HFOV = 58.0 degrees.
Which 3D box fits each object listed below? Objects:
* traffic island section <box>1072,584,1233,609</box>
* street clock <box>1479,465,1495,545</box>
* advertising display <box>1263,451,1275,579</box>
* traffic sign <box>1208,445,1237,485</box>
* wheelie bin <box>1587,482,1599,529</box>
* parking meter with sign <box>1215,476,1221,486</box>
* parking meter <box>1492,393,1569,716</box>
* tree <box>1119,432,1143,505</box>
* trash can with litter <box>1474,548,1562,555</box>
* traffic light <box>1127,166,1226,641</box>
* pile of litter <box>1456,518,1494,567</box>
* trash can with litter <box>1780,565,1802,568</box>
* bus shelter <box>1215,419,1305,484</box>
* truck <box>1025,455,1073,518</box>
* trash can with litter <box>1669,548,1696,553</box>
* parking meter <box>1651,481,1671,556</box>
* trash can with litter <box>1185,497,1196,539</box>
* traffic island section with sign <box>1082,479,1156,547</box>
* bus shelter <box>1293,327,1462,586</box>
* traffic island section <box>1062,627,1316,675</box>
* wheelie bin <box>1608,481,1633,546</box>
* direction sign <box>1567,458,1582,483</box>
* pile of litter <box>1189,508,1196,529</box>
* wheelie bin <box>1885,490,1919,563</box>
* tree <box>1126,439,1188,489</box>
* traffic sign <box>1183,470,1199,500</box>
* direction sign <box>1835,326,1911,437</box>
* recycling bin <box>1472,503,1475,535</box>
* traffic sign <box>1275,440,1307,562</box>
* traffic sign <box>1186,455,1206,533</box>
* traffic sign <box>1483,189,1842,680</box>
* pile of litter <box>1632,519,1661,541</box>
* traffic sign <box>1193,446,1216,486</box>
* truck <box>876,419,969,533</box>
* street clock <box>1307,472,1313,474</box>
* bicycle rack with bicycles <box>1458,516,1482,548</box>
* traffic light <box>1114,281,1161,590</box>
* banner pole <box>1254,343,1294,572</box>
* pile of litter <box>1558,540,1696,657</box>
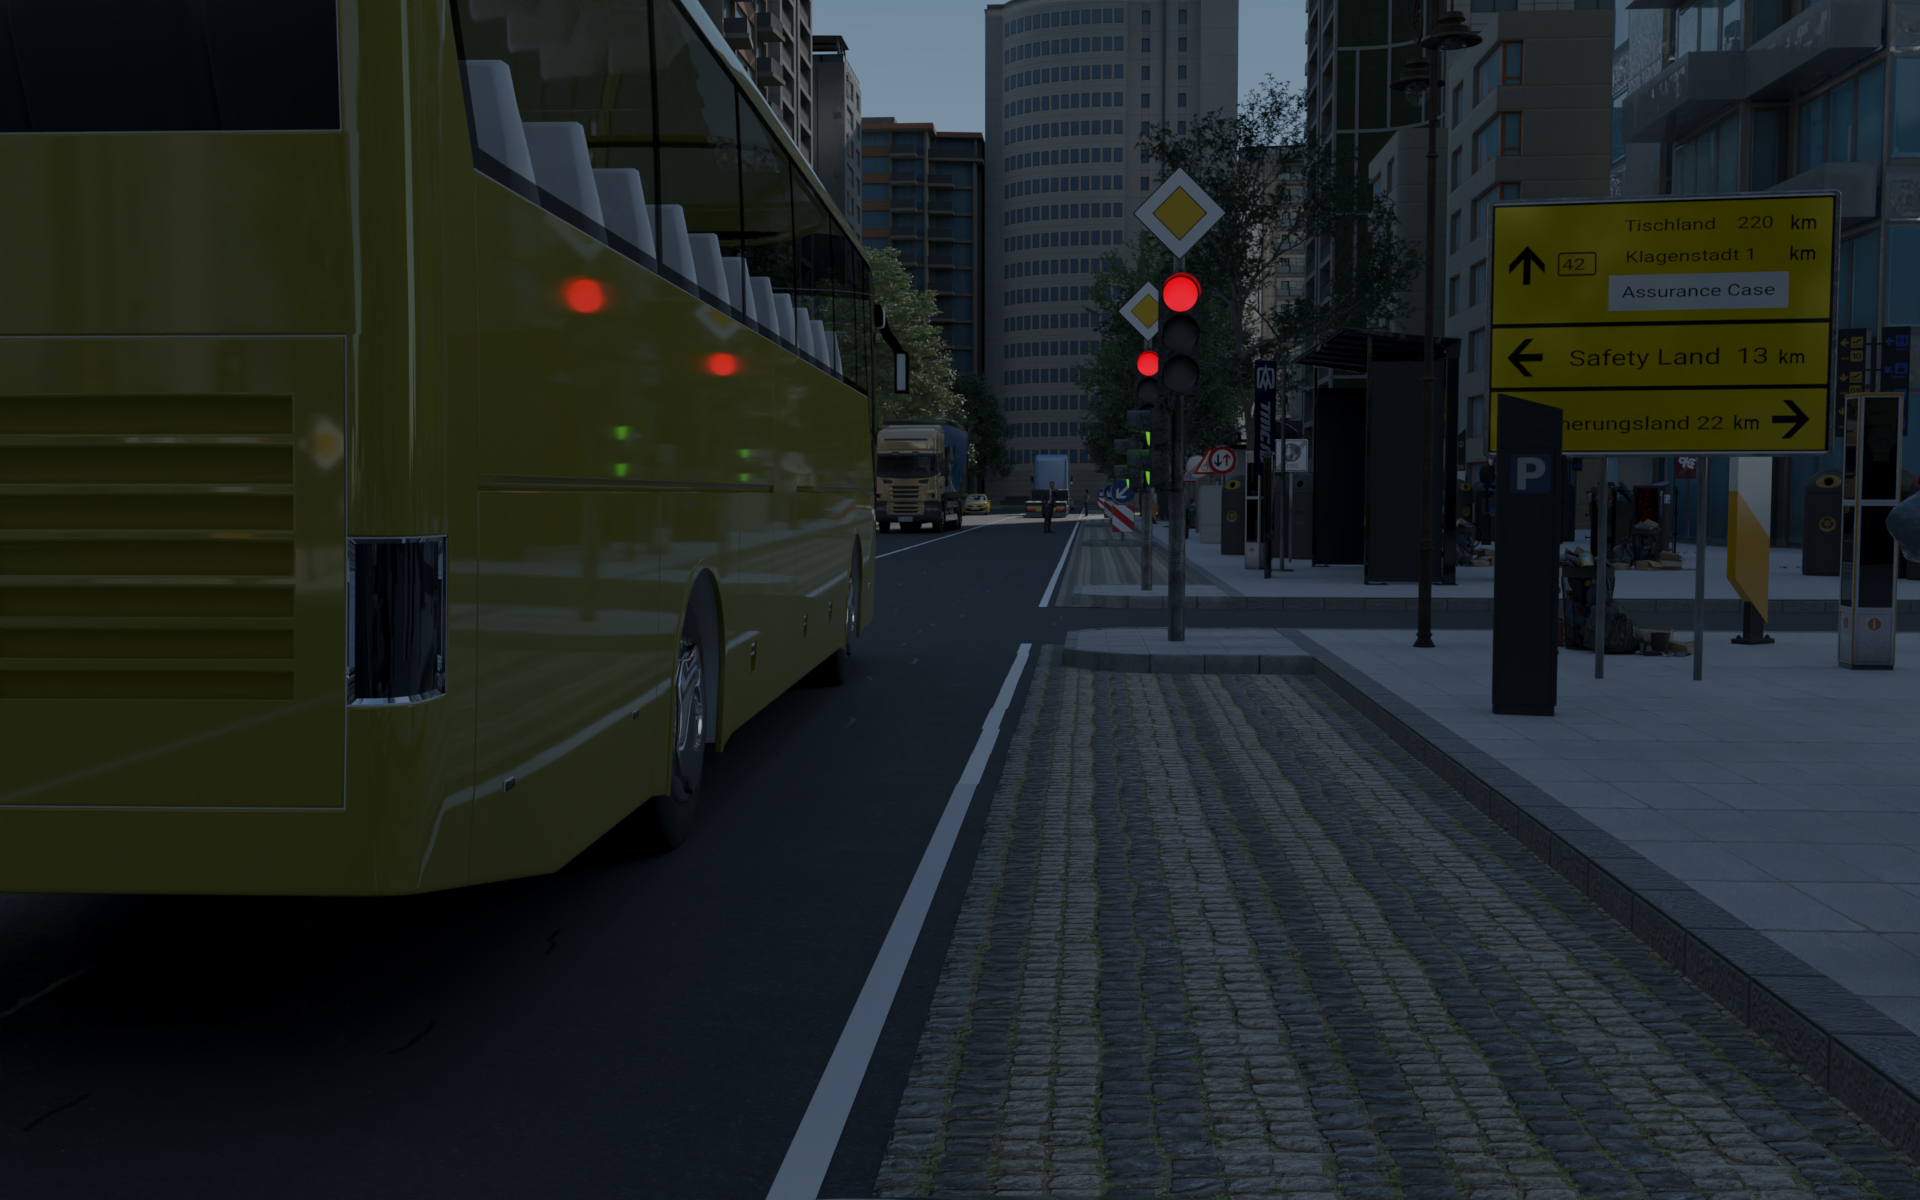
[{"bbox_3d":[2.510,-0.051,23.107,2.009,0.180,2.903,0,4,4],"label":"traffic island section"},{"bbox_3d":[13.253,-2.385,43.572,0.358,2.002,0.471,3,5,40],"label":"street clock"},{"bbox_3d":[4.743,-1.307,26.584,0.123,1.923,0.974,1,4,13],"label":"advertising display"},{"bbox_3d":[6.894,-2.778,45.532,0.768,2.556,0.104,1,4,12],"label":"traffic sign"},{"bbox_3d":[16.490,-2.228,44.344,0.980,1.594,0.693,-2,4,-33],"label":"wheelie bin"},{"bbox_3d":[11.471,-4.833,75.282,1.738,3.016,0.543,-1,4,-15],"label":"parking meter with sign"},{"bbox_3d":[3.323,-0.268,10.090,0.399,1.863,0.255,1,4,16],"label":"parking meter"},{"bbox_3d":[15.638,-12.645,157.100,4.360,8.622,3.978,0,3,0],"label":"tree"},{"bbox_3d":[11.421,-1.530,36.072,2.233,1.210,1.678,2,4,26],"label":"trash can with litter"},{"bbox_3d":[1.873,-1.597,15.034,0.839,4.253,0.868,0,4,4],"label":"traffic light"},{"bbox_3d":[9.334,-1.055,31.222,1.719,0.858,1.176,-3,5,-44],"label":"pile of litter"},{"bbox_3d":[15.286,-1.136,29.633,2.233,1.210,1.678,2,4,28],"label":"trash can with litter"},{"bbox_3d":[8.451,-3.384,49.249,2.014,3.302,5.546,0,4,4],"label":"bus shelter"},{"bbox_3d":[5.812,-7.523,112.758,2.967,4.110,18.799,0,4,4],"label":"truck"},{"bbox_3d":[15.446,-1.687,38.640,1.678,1.210,2.233,1,4,17],"label":"trash can with litter"},{"bbox_3d":[13.551,-1.538,33.554,0.372,1.533,0.369,0,3,0],"label":"parking meter"},{"bbox_3d":[6.319,-2.316,49.251,0.624,1.170,1.055,1,4,10],"label":"trash can with litter"},{"bbox_3d":[4.360,-2.386,47.637,1.989,1.847,2.006,0,4,4],"label":"traffic island section with sign"},{"bbox_3d":[6.465,-2.209,27.396,1.731,3.624,6.357,0,4,4],"label":"bus shelter"},{"bbox_3d":[1.912,0.436,15.145,2.009,0.180,2.903,0,4,4],"label":"traffic island section"},{"bbox_3d":[16.246,-2.123,42.619,0.693,1.594,0.980,2,4,26],"label":"wheelie bin"},{"bbox_3d":[20.526,-4.057,58.322,0.876,3.537,0.379,-1,4,-8],"label":"direction sign"},{"bbox_3d":[8.850,-3.092,64.527,1.176,0.858,1.719,0,4,-2],"label":"pile of litter"},{"bbox_3d":[2.979,0.204,4.573,0.980,1.594,0.693,1,4,22],"label":"wheelie bin"},{"bbox_3d":[13.741,-10.926,128.999,4.737,8.622,4.395,0,3,0],"label":"tree"},{"bbox_3d":[10.193,-4.723,77.219,0.884,2.594,0.081,0,4,7],"label":"traffic sign"},{"bbox_3d":[12.415,-1.934,23.622,0.876,3.537,0.379,2,4,28],"label":"direction sign"},{"bbox_3d":[14.118,-2.243,49.223,0.722,1.027,0.722,-1,4,-17],"label":"recycling bin"},{"bbox_3d":[6.196,-1.855,32.455,0.606,2.300,0.079,1,4,11],"label":"traffic sign"},{"bbox_3d":[7.803,-3.479,56.988,0.768,2.556,0.104,1,4,13],"label":"traffic sign"},{"bbox_3d":[4.767,-1.102,11.891,2.265,3.308,0.079,1,4,11],"label":"traffic sign"},{"bbox_3d":[11.721,-0.939,29.322,1.719,0.858,1.176,1,4,21],"label":"pile of litter"},{"bbox_3d":[6.742,-2.860,46.773,0.884,2.594,0.081,0,4,7],"label":"traffic sign"},{"bbox_3d":[-1.447,-4.784,67.127,2.839,4.237,11.283,0,4,6],"label":"truck"},{"bbox_3d":[11.457,-3.167,56.353,0.471,2.002,0.358,1,4,16],"label":"street clock"},{"bbox_3d":[10.769,-1.673,40.732,2.925,0.926,2.852,0,4,6],"label":"bicycle rack with bicycles"},{"bbox_3d":[2.471,-2.084,22.996,0.839,4.253,0.868,0,4,4],"label":"traffic light"},{"bbox_3d":[5.161,-2.360,28.611,0.863,3.779,0.401,-2,4,-30],"label":"banner pole"},{"bbox_3d":[5.403,-0.029,14.432,1.176,0.858,1.719,0,4,-4],"label":"pile of litter"}]
